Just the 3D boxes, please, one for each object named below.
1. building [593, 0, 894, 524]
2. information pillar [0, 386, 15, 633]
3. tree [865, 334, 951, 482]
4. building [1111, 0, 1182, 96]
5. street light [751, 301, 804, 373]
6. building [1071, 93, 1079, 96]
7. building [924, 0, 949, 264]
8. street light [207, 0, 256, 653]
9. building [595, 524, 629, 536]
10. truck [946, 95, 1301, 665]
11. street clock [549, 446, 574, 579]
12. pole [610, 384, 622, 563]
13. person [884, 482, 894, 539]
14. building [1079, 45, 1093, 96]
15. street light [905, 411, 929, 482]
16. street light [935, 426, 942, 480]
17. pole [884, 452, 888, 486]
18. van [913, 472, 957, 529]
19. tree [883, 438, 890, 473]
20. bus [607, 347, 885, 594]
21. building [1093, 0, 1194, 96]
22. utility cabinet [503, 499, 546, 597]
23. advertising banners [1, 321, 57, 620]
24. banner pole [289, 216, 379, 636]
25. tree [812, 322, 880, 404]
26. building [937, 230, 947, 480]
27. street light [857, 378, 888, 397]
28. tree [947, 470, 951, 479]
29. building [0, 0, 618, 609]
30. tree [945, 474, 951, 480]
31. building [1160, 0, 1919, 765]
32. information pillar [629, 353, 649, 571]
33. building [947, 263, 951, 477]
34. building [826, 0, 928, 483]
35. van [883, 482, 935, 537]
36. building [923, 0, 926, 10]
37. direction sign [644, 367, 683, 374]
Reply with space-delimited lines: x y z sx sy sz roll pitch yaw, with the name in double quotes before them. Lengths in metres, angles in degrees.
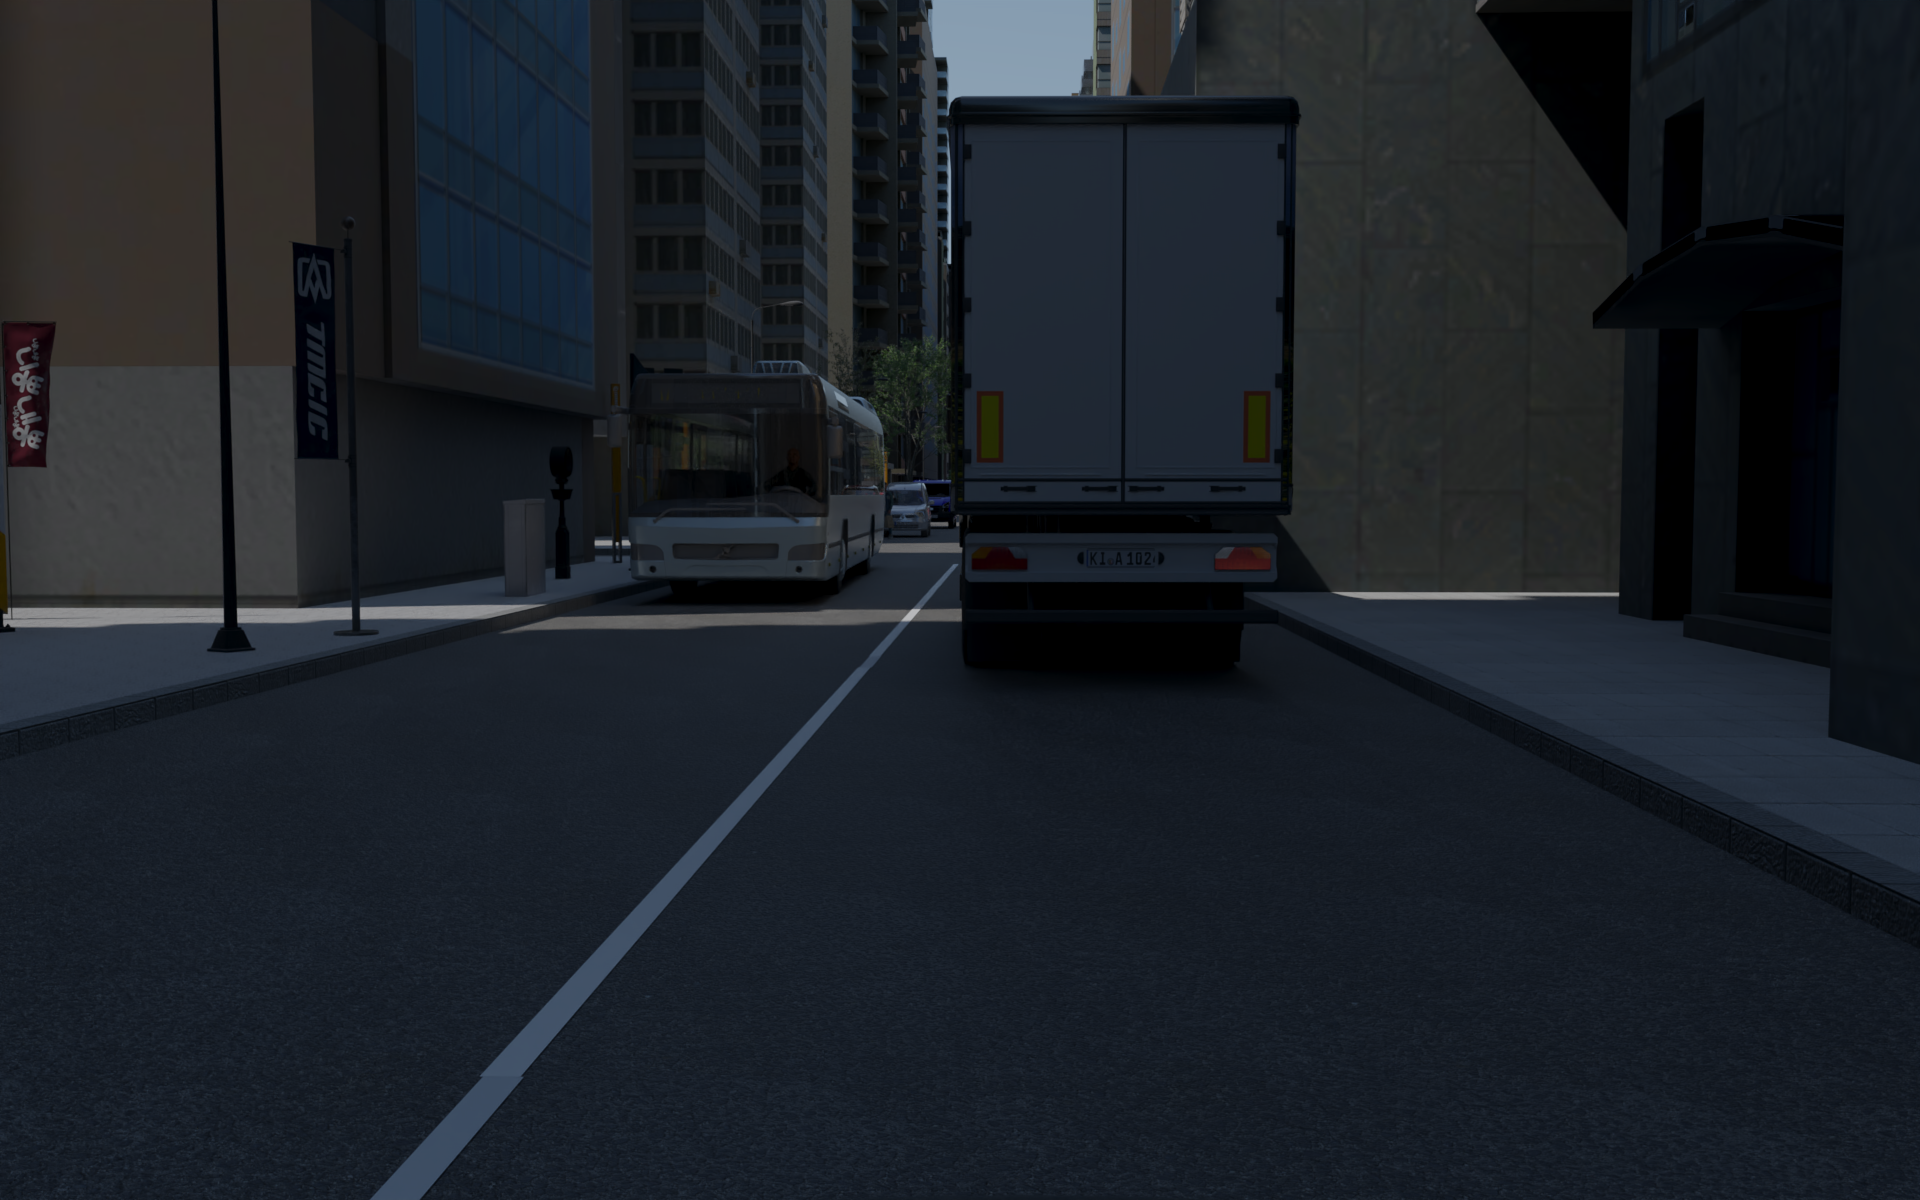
"building" -20.098 -24.581 93.773 32.217 40.220 23.993 0 4 2
"information pillar" -8.997 -1.497 15.838 0.183 3.616 0.504 2 4 30
"tree" -3.180 -11.431 112.644 9.928 11.665 9.643 0 3 0
"building" 13.397 -25.675 69.900 14.600 45.320 14.200 0 4 2
"street light" -4.463 -4.240 41.859 1.470 5.913 1.316 0 4 2
"building" 24.542 -43.972 260.939 21.231 58.520 28.212 0 4 2
"building" -11.136 -56.145 230.644 22.319 86.520 31.000 0 4 2
"street light" -5.422 -2.534 13.968 1.470 5.913 1.316 0 4 2
"building" -19.733 -22.329 56.963 32.217 40.220 23.993 0 4 2
"truck" 1.199 -1.768 17.826 2.839 4.237 11.283 0 4 0
"street clock" -6.011 -1.321 26.161 0.358 2.002 0.471 0 4 5
"pole" -6.369 -2.339 32.089 0.158 3.312 0.155 0 3 0
"person" -2.362 -2.848 55.047 0.794 1.824 0.713 2 4 35
"building" 23.265 -33.972 175.055 23.786 49.044 30.456 0 4 2
"street light" -2.514 -7.629 97.274 1.470 5.913 1.316 0 4 2
"street light" -1.948 -8.954 118.945 1.470 5.913 1.316 0 4 2
"pole" -3.607 -5.521 84.114 0.158 3.312 0.155 0 3 0
"van" -1.121 -4.217 73.324 2.240 2.365 5.245 0 4 2
"tree" -4.872 -5.855 79.443 4.285 4.588 4.351 0 3 0
"bus" -2.882 -2.006 27.659 2.948 3.499 13.247 0 4 1
"building" 16.444 -26.930 123.893 14.154 41.232 14.086 0 4 2
"utility cabinet" -5.551 -0.668 22.081 0.306 1.237 1.020 0 4 0
"advertising banners" -10.183 -1.304 17.513 2.074 3.025 0.090 0 4 -6
"banner pole" -5.625 -1.559 15.514 0.401 3.779 0.863 2 4 28
"tree" -5.169 -7.583 74.350 4.360 8.622 3.978 0 3 0
"building" -9.023 -25.127 182.526 14.160 30.474 14.107 0 4 2
"street light" -3.569 -5.929 69.480 1.470 5.913 1.316 0 4 2
"tree" 0.027 -12.773 192.544 4.285 4.588 4.351 0 3 0
"building" -13.871 -22.949 25.320 14.200 45.320 14.600 0 4 2
"tree" -0.883 -10.446 165.399 1.663 3.219 1.824 0 3 0
"building" 14.019 -42.935 14.664 22.319 86.520 31.000 0 4 2
"information pillar" -5.328 -2.303 29.004 0.183 3.616 0.504 2 4 32
"building" -7.671 -26.746 208.993 14.160 30.474 14.107 0 4 2
"building" -13.925 -29.177 131.675 22.147 44.769 28.867 0 4 2
"van" -1.852 -3.161 58.688 2.013 2.044 4.112 0 4 1
"building" -9.819 -30.759 153.025 14.600 45.320 14.200 0 4 2
"direction sign" -5.400 -2.396 31.169 0.876 3.537 0.379 -2 4 -26
